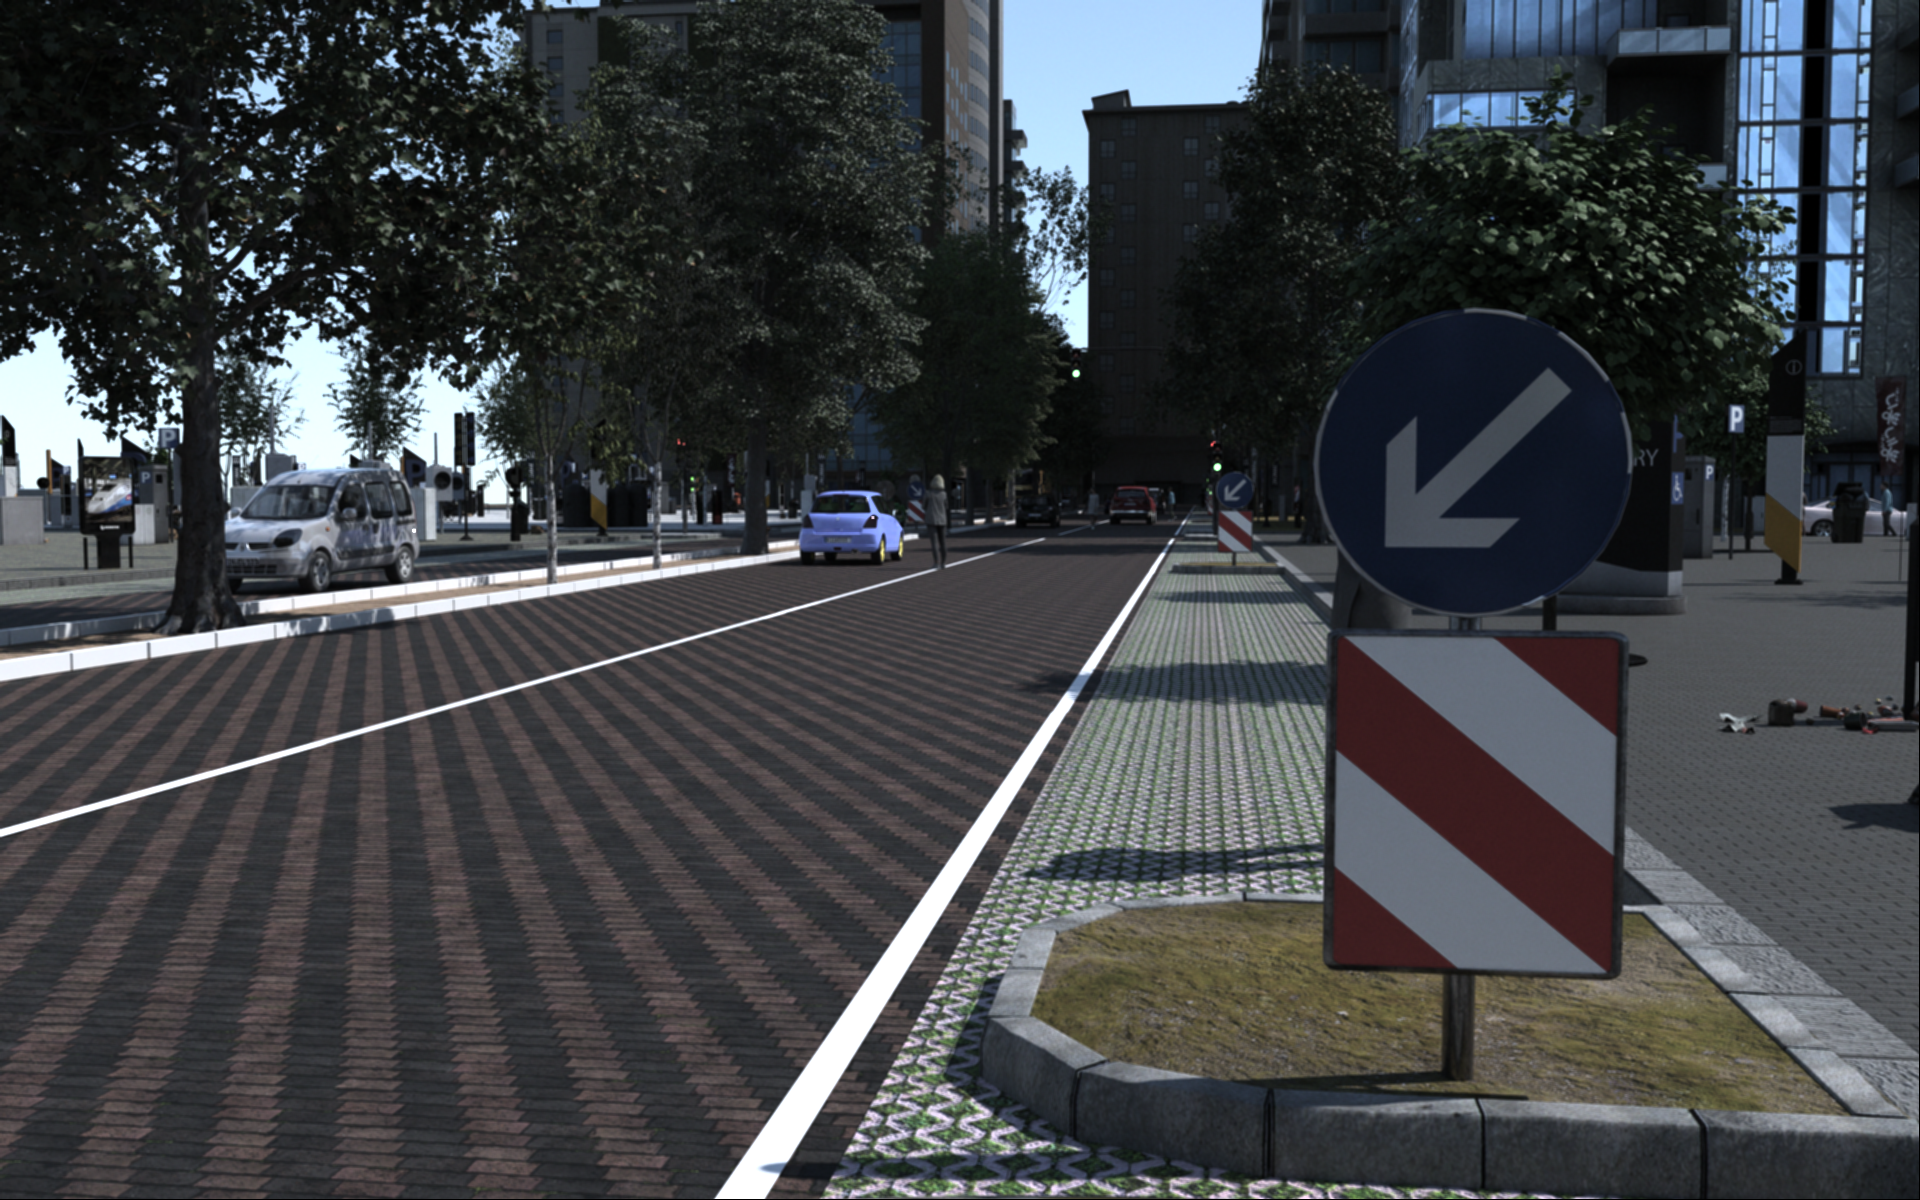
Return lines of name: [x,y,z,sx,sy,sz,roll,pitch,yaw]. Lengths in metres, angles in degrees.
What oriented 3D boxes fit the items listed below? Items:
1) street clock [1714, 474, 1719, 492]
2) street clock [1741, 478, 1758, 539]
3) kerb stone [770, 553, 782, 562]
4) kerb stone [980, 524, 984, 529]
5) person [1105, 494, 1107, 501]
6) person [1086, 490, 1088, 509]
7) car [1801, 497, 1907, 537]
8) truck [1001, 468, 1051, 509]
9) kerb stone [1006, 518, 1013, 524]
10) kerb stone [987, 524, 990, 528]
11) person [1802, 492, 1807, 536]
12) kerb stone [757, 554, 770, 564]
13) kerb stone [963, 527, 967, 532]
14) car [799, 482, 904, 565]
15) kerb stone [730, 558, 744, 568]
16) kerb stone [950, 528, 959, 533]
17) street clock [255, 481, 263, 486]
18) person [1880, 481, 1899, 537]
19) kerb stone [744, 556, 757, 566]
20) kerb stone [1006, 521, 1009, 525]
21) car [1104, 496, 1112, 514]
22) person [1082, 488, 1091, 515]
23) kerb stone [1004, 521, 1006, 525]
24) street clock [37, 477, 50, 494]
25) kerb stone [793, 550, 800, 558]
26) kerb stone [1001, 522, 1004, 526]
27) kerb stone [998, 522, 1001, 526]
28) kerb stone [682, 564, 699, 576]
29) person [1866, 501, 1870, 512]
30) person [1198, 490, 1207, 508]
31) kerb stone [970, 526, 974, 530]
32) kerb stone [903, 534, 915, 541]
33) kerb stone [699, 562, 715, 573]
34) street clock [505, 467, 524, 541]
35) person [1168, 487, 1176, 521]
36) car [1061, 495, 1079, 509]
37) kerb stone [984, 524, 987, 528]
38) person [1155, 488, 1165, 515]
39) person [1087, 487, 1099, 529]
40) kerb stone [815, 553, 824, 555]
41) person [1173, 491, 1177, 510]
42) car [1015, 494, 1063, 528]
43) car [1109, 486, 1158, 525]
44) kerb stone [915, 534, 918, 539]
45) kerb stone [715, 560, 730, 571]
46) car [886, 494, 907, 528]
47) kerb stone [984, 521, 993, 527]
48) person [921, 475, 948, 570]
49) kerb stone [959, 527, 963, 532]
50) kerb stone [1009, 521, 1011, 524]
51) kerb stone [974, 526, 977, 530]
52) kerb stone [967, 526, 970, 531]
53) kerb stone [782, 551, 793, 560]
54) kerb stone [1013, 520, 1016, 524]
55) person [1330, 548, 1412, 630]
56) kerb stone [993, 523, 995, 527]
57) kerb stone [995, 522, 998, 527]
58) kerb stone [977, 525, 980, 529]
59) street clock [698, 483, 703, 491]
street clock: [18.749,-2.380,43.477,0.471,2.002,0.358,-1,4,-9]
street clock: [22.740,-2.770,49.861,0.358,2.002,0.471,-3,5,-43]
kerb stone: [-4.025,-0.897,36.858,0.120,0.150,1.000,0,4,8]
kerb stone: [0.738,-2.970,70.903,0.120,0.150,1.000,0,4,8]
person: [15.069,-10.215,178.767,0.557,1.426,1.065,1,4,18]
person: [12.245,-9.652,166.389,0.705,1.814,1.350,0,4,0]
car: [28.320,-2.587,54.660,4.827,1.381,2.083,0,4,6]
truck: [5.257,-8.391,133.111,3.469,3.379,9.791,1,4,9]
kerb stone: [2.302,-3.661,82.058,0.120,0.150,1.000,0,4,8]
kerb stone: [1.029,-3.103,72.934,0.120,0.150,1.000,0,4,8]
person: [25.962,-2.738,53.613,0.599,1.781,0.374,-1,4,-12]
kerb stone: [-4.170,-0.828,35.844,0.120,0.150,1.000,0,4,8]
kerb stone: [0.032,-2.665,65.811,0.120,0.150,1.000,0,4,8]
car: [-2.219,-1.632,36.267,1.945,1.707,3.694,0,4,7]
kerb stone: [-4.454,-0.711,33.819,0.120,0.150,1.000,0,4,8]
kerb stone: [-0.258,-2.543,63.778,0.120,0.150,1.000,0,4,8]
street clock: [-40.275,-5.810,99.570,0.358,2.002,0.471,1,4,9]
person: [28.389,-2.717,52.936,0.620,1.820,0.660,2,4,25]
kerb stone: [-4.312,-0.773,34.831,0.120,0.150,1.000,0,4,8]
kerb stone: [2.015,-3.537,80.028,0.120,0.150,1.000,0,4,8]
car: [11.463,-6.944,126.109,1.945,1.354,3.894,1,4,9]
person: [8.727,-6.690,117.848,0.822,1.834,0.622,1,4,22]
kerb stone: [1.865,-3.475,79.017,0.120,0.150,1.000,0,4,8]
street clock: [-39.298,-4.264,74.283,0.471,2.002,0.358,-2,4,-35]
kerb stone: [-3.750,-1.018,38.883,0.120,0.150,1.000,0,4,8]
kerb stone: [1.731,-3.413,78.004,0.120,0.150,1.000,0,4,8]
kerb stone: [1.592,-3.351,76.991,0.120,0.150,1.000,0,4,8]
kerb stone: [-4.884,-0.524,30.767,0.120,0.150,1.000,0,4,8]
person: [27.370,-2.693,52.871,0.623,1.781,0.721,-2,4,-33]
person: [23.291,-9.641,165.757,1.348,1.869,0.705,3,4,38]
kerb stone: [0.308,-2.792,67.853,0.120,0.150,1.000,0,4,8]
kerb stone: [-1.620,-1.950,54.099,0.120,0.150,1.000,0,4,8]
kerb stone: [-4.738,-0.586,31.778,0.120,0.150,1.000,0,4,8]
street clock: [-12.114,-2.604,47.141,0.358,2.002,0.471,3,4,37]
person: [11.199,-5.057,91.526,0.444,1.785,0.601,2,4,32]
car: [10.852,-9.798,172.771,1.945,1.354,3.894,1,4,9]
kerb stone: [0.875,-3.035,71.917,0.120,0.150,1.000,0,4,8]
person: [13.813,-6.802,119.625,0.656,1.842,0.836,0,4,-6]
person: [5.417,-3.752,70.592,0.466,1.731,0.760,0,4,-4]
kerb stone: [-3.321,-1.202,41.920,0.120,0.150,1.000,0,4,8]
person: [19.838,-9.222,160.206,0.541,1.710,0.530,-2,4,-35]
car: [3.355,-3.936,74.141,2.009,1.686,4.222,0,4,7]
car: [8.315,-4.554,83.131,2.281,1.827,5.304,1,4,9]
kerb stone: [-1.469,-2.013,55.110,0.120,0.150,1.000,0,4,8]
kerb stone: [-4.591,-0.644,32.807,0.120,0.150,1.000,0,4,8]
car: [-3.225,-3.597,67.603,1.959,1.807,4.718,0,4,8]
kerb stone: [1.161,-3.165,73.948,0.120,0.150,1.000,0,4,8]
person: [-0.499,-1.491,33.058,0.537,1.800,0.526,-1,4,-17]
kerb stone: [-0.123,-2.605,64.793,0.120,0.150,1.000,0,4,8]
kerb stone: [2.161,-3.595,81.044,0.120,0.150,1.000,0,4,8]
kerb stone: [0.453,-2.854,68.864,0.120,0.150,1.000,0,4,8]
kerb stone: [0.160,-2.730,66.828,0.120,0.150,1.000,0,4,8]
kerb stone: [-3.887,-0.955,37.871,0.120,0.150,1.000,0,4,8]
kerb stone: [2.444,-3.723,83.071,0.120,0.150,1.000,0,4,8]
person: [1.663,0.095,6.745,0.447,1.846,0.655,0,4,1]
kerb stone: [1.304,-3.227,74.963,0.120,0.150,1.000,0,4,8]
kerb stone: [1.447,-3.288,75.975,0.120,0.150,1.000,0,4,8]
kerb stone: [0.592,-2.916,69.877,0.120,0.150,1.000,0,4,8]
street clock: [-17.347,-6.797,115.701,0.358,2.002,0.471,-2,4,-28]
